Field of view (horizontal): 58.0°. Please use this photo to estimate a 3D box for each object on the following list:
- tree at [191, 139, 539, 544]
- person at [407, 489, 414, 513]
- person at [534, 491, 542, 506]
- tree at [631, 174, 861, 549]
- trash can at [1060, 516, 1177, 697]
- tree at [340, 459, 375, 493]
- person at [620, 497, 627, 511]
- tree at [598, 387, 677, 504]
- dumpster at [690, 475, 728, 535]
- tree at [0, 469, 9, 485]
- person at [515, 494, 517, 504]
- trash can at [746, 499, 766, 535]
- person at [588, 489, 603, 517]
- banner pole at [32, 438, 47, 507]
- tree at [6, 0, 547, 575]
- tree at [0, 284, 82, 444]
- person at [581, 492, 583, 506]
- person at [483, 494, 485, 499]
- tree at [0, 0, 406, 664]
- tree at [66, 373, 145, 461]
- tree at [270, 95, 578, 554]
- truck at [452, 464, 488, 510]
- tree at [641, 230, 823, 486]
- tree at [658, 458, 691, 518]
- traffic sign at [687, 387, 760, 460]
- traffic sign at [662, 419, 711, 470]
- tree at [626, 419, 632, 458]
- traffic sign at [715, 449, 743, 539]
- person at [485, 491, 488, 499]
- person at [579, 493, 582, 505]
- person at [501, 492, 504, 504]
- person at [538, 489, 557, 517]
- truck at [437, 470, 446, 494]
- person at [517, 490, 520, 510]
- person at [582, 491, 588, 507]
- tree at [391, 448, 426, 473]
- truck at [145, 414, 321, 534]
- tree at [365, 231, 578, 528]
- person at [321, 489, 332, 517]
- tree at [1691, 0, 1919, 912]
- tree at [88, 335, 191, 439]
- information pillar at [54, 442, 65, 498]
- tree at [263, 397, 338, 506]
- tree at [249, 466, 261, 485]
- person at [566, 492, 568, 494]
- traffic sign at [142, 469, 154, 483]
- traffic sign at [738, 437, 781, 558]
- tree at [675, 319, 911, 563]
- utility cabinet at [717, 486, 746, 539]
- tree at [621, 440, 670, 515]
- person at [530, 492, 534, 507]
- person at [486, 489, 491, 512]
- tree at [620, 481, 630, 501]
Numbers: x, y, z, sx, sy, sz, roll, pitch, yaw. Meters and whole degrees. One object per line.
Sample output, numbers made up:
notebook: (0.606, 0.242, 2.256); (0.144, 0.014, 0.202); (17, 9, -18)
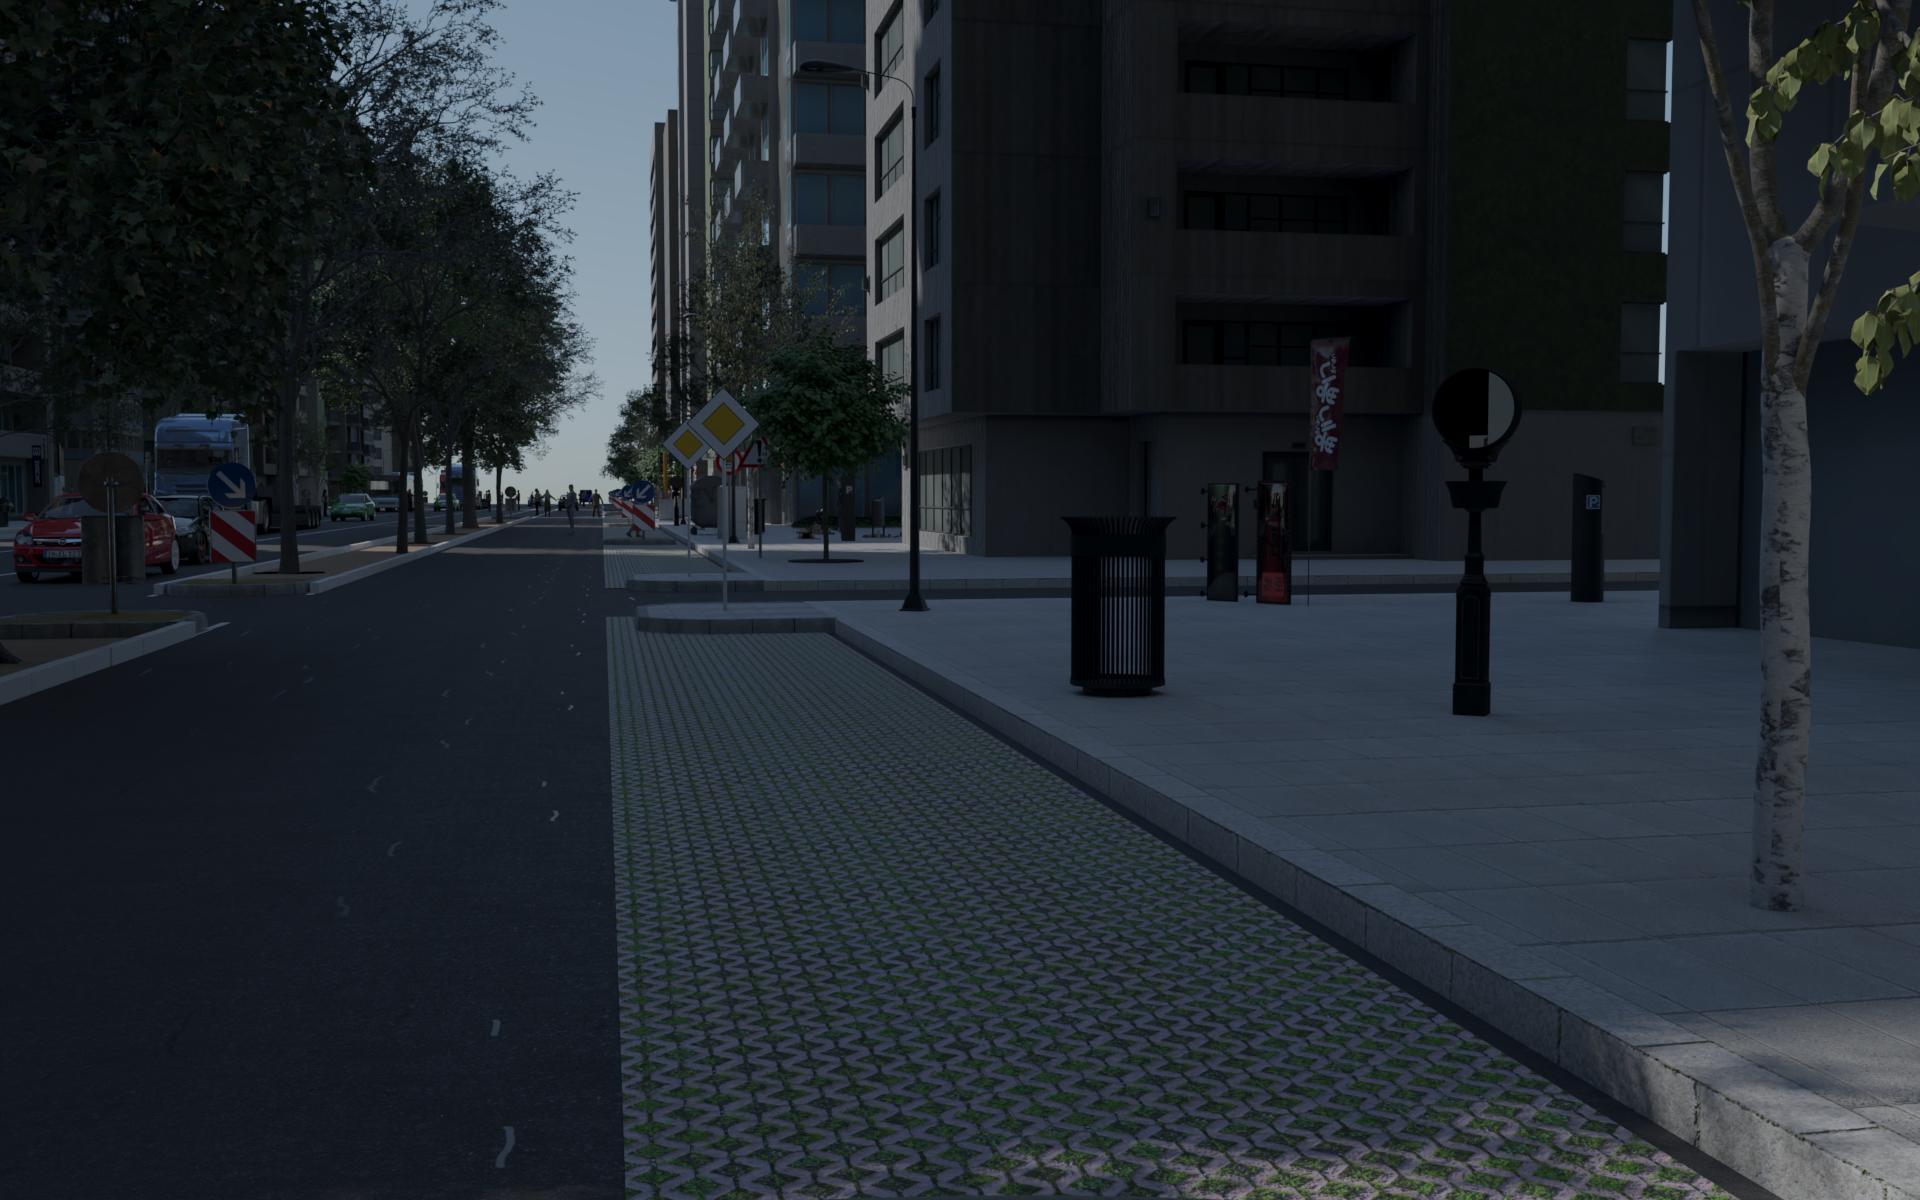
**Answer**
tree: (-15.587, -7.412, 49.392); (9.928, 11.665, 9.643); (0, 3, 0)
person: (-42.121, -7.598, 132.691); (0.705, 1.831, 1.348); (3, 4, 36)
person: (-48.736, -11.732, 200.301); (0.705, 1.826, 1.348); (2, 4, 29)
tree: (-4.725, -5.490, 40.132); (4.360, 8.622, 3.978); (0, 3, 0)
trash can: (1.014, 0.033, 11.121); (0.748, 1.137, 0.748); (0, 3, 0)
tree: (-56.111, -10.867, 161.392); (4.285, 4.588, 4.351); (0, 3, 0)
person: (-29.051, -8.600, 149.640); (0.617, 1.759, 0.750); (0, 4, 3)
tree: (-33.342, -16.259, 182.834); (9.611, 12.733, 9.660); (0, 3, 0)
dumpster: (-7.886, -2.984, 54.547); (1.264, 1.857, 1.865); (-1, 4, -11)
tree: (-40.003, -4.676, 71.047); (1.663, 3.219, 1.824); (0, 3, 0)
person: (-61.617, -13.971, 240.151); (0.599, 1.433, 0.991); (0, 4, 1)
trash can: (-6.502, -2.653, 55.035); (0.748, 1.137, 0.748); (0, 3, 0)
person: (-22.464, -5.986, 106.922); (0.990, 1.755, 0.434); (1, 4, 12)
banner pole: (-41.266, -5.366, 77.746); (0.863, 3.779, 0.401); (1, 4, 10)
tree: (-12.034, -7.206, 30.649); (12.009, 13.543, 11.850); (0, 3, 0)
tree: (-36.192, -7.956, 64.499); (7.601, 10.594, 8.767); (0, 4, -6)
person: (-46.483, -12.465, 213.124); (0.721, 1.723, 1.217); (0, 4, 3)
person: (-53.657, -11.214, 195.079); (0.599, 1.433, 0.991); (-1, 4, -20)
tree: (-8.375, -5.775, 13.890); (9.611, 12.733, 9.660); (0, 3, 0)
tree: (-41.146, -8.168, 83.916); (4.360, 8.622, 3.978); (0, 3, 0)
tree: (-13.286, -6.352, 40.731); (8.767, 10.594, 7.601); (-1, 4, -12)
truck: (-45.886, -10.544, 162.153); (2.967, 4.110, 18.799); (-1, 4, -11)
tree: (-7.732, -7.732, 60.834); (7.601, 10.594, 8.767); (0, 4, -3)
tree: (-15.385, -6.000, 92.700); (1.663, 3.219, 1.824); (0, 3, 0)
traffic sign: (-2.560, -1.026, 18.958); (0.795, 2.593, 0.064); (-1, 4, -12)
traffic sign: (-4.176, -1.504, 26.778); (0.795, 2.593, 0.064); (-1, 4, -12)
tree: (-28.303, -12.597, 156.321); (4.360, 8.622, 3.978); (0, 3, 0)
traffic sign: (-6.296, -2.889, 47.339); (0.768, 2.556, 0.104); (-1, 4, -9)
person: (-51.446, -11.003, 188.384); (0.705, 1.826, 1.348); (-2, 4, -24)
person: (-50.419, -13.469, 230.180); (0.415, 1.643, 0.593); (1, 4, 12)
person: (-63.761, -14.186, 240.893); (0.568, 1.767, 0.683); (-1, 4, -10)
person: (-25.946, -6.102, 109.004); (1.217, 1.736, 0.721); (0, 4, 1)
truck: (-59.398, -13.105, 203.183); (2.839, 4.237, 11.283); (-1, 4, -11)
person: (-39.134, -8.861, 153.402); (0.705, 1.821, 1.348); (-1, 4, -13)
person: (-43.220, -11.665, 199.206); (0.705, 1.826, 1.348); (1, 4, 15)
tree: (-67.043, -15.993, 211.847); (4.360, 8.622, 3.978); (0, 3, 0)
truck: (-26.334, -4.534, 63.897); (2.967, 4.110, 18.799); (-1, 4, -12)
tree: (-20.359, -9.938, 71.606); (9.857, 13.997, 8.962); (0, 3, 0)
person: (-40.022, -6.128, 109.413); (1.217, 1.735, 0.721); (3, 5, 42)
tree: (2.313, -3.346, 5.067); (4.737, 8.622, 4.395); (0, 3, 0)
tree: (-42.386, -10.186, 92.304); (9.928, 11.665, 9.643); (0, 3, 0)
information pillar: (-40.576, -5.311, 78.193); (0.183, 3.616, 0.504); (0, 4, -6)
tree: (-50.281, -11.023, 130.584); (4.360, 8.622, 3.978); (0, 3, 0)
tree: (-47.519, -7.412, 115.793); (1.663, 3.219, 1.824); (0, 3, 0)
person: (-52.165, -13.535, 230.627); (0.721, 1.723, 1.217); (-3, 4, -38)
traffic sign: (-41.157, -5.377, 87.649); (0.795, 2.593, 0.064); (0, 4, -5)
traffic sign: (-4.011, -2.124, 34.724); (0.884, 2.594, 0.081); (0, 4, -3)
tree: (-2.586, -2.998, 32.732); (4.285, 4.588, 4.351); (0, 3, 0)
utility cabinet: (-6.526, -2.495, 49.476); (0.318, 1.500, 1.173); (1, 4, 22)
tree: (-18.086, -7.466, 105.785); (4.285, 4.588, 4.351); (0, 3, 0)
person: (-46.214, -10.861, 187.000); (0.530, 1.710, 0.541); (0, 4, -4)
person: (-38.586, -8.149, 141.833); (0.705, 1.812, 1.348); (0, 4, -6)
tree: (-47.480, -18.255, 248.831); (4.737, 8.622, 4.395); (0, 3, 0)
